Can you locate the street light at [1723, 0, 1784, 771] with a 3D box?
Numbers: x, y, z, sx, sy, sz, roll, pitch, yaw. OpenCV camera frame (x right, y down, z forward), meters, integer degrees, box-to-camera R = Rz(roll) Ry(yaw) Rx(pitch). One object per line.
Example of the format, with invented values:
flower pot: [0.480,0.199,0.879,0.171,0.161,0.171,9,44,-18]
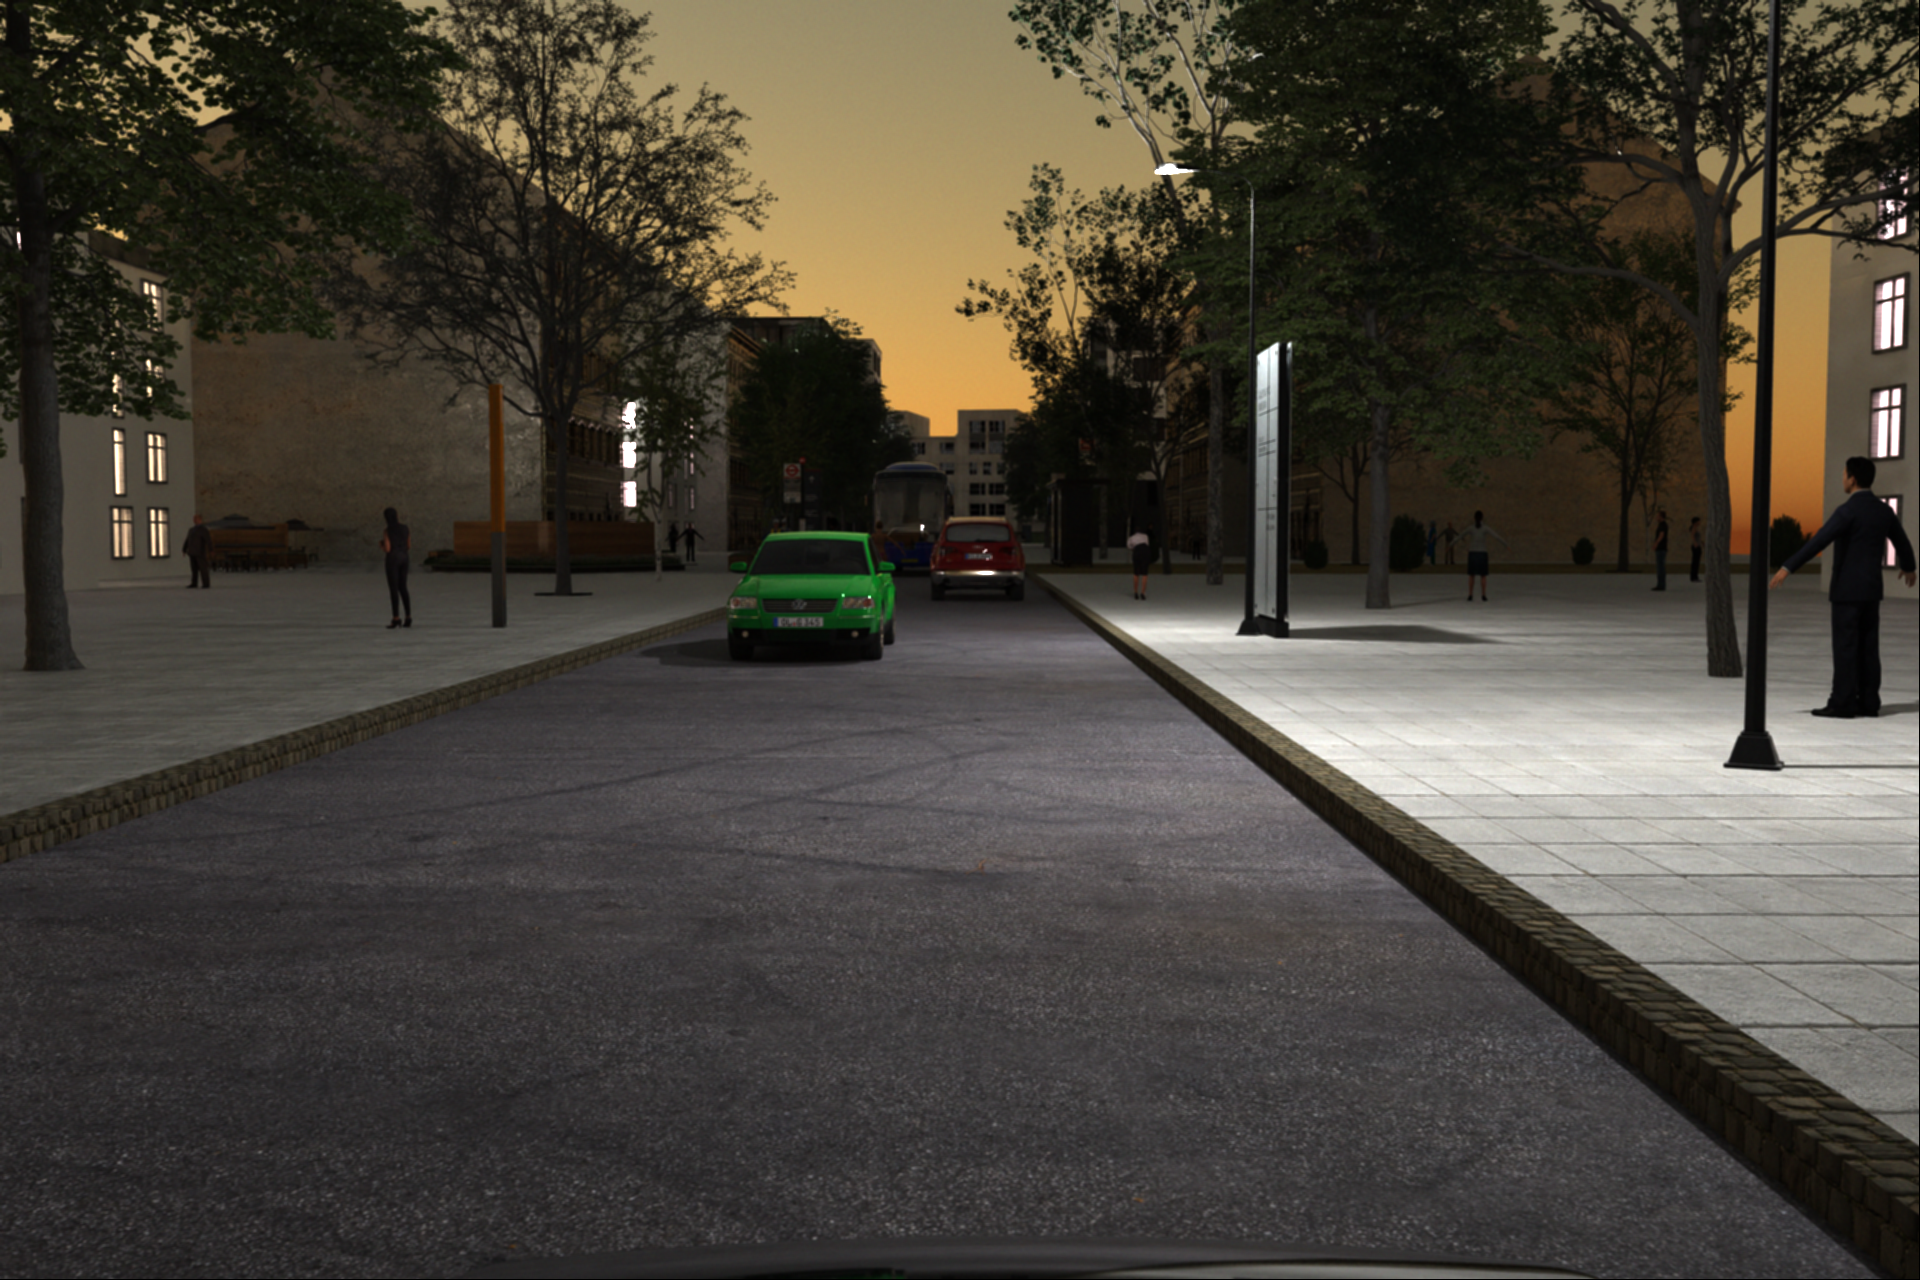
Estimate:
street light: [4.922,-2.252,9.363,1.470,5.913,1.316,0,4,1]

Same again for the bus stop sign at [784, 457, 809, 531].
bus stop sign: [-5.656,-4.355,59.902,0.855,3.939,0.416,0,4,2]

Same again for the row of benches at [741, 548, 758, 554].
row of benches: [-7.813,-3.551,73.529,1.422,0.672,4.104,-3,5,-44]

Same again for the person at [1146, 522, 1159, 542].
person: [8.960,-4.614,81.370,0.705,1.837,1.347,2,4,30]

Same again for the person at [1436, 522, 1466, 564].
person: [20.810,-4.115,73.548,1.348,1.796,0.705,0,4,-4]

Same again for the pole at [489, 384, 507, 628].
pole: [-6.325,-1.826,23.694,0.158,3.312,0.155,0,3,0]

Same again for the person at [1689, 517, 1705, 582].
person: [19.845,-2.428,46.507,0.721,1.737,1.217,2,4,33]

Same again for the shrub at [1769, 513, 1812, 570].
shrub: [29.148,-3.471,61.172,1.690,2.028,1.600,0,3,0]

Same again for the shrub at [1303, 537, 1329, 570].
shrub: [12.888,-3.151,62.639,1.383,1.207,1.383,0,3,0]

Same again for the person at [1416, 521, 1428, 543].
person: [20.571,-4.386,77.475,0.705,1.858,1.354,2,4,35]

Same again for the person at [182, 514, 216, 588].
person: [-18.103,-2.112,41.123,0.990,1.755,0.434,2,4,26]

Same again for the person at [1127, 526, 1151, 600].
person: [3.534,-1.509,33.908,0.628,1.438,0.799,-2,4,-31]

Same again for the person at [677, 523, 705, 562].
person: [-12.531,-4.546,80.558,1.346,1.802,0.704,-1,4,-19]

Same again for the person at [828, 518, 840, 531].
person: [-4.402,-3.282,59.799,0.704,1.843,1.345,3,4,37]

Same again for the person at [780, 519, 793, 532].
person: [-6.466,-3.542,63.772,1.347,1.847,0.705,0,4,-2]

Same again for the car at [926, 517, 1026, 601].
car: [0.366,-1.845,38.840,2.281,1.827,5.304,0,4,0]

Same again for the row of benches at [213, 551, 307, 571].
row of benches: [-25.004,-2.856,62.162,1.422,0.672,4.104,1,4,21]

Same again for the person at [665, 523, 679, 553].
person: [-14.507,-4.994,87.427,0.705,1.856,1.354,-2,4,-34]

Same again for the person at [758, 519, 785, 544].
person: [-5.969,-3.029,55.990,1.216,1.772,0.721,1,4,17]

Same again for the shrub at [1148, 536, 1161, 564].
shrub: [8.126,-3.860,74.222,1.383,1.207,1.383,0,3,0]

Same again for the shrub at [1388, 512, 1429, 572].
shrub: [14.985,-3.310,58.535,1.690,2.028,1.600,0,3,0]

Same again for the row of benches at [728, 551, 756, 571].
row of benches: [-7.711,-2.808,61.370,1.422,0.672,4.104,0,4,-2]

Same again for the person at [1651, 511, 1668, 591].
person: [15.900,-2.027,39.357,0.705,1.803,1.348,2,4,27]

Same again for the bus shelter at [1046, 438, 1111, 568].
bus shelter: [4.646,-5.648,69.968,2.179,5.291,8.768,0,4,-1]

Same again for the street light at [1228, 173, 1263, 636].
street light: [4.215,-3.013,21.807,1.470,5.913,1.316,0,4,0]

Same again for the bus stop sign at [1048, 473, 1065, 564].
bus stop sign: [4.251,-5.268,75.140,0.837,3.901,0.837,0,4,0]

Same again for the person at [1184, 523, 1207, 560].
person: [11.808,-4.911,86.427,1.348,1.813,0.705,1,4,18]

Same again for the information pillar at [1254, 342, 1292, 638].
information pillar: [3.971,-1.878,22.018,0.184,3.620,1.656,0,4,1]

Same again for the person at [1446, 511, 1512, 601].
person: [9.963,-1.619,33.294,1.217,1.735,0.721,1,4,19]

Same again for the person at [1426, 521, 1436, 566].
person: [19.019,-3.897,69.846,0.704,1.817,1.347,1,4,11]

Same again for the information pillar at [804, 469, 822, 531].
information pillar: [-5.893,-4.898,69.464,0.750,3.857,0.750,0,4,2]

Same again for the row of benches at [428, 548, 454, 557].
row of benches: [-21.125,-3.647,75.095,1.422,0.672,4.104,3,4,38]

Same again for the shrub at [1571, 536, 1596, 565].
shrub: [25.547,-3.661,70.978,1.383,1.207,1.383,0,3,0]

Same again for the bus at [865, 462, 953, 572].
bus: [-1.650,-4.366,62.928,2.896,3.916,12.251,0,4,0]

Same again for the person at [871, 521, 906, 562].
person: [-1.853,-1.868,39.807,1.217,1.733,0.721,0,4,-4]

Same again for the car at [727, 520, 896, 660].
car: [-1.742,-0.756,21.156,1.959,1.807,4.718,0,4,0]

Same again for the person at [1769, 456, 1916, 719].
person: [6.261,-0.373,12.147,1.345,1.823,0.704,-1,4,-22]

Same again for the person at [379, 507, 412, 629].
person: [-7.702,-0.985,23.620,0.415,1.643,0.593,-1,4,-9]
